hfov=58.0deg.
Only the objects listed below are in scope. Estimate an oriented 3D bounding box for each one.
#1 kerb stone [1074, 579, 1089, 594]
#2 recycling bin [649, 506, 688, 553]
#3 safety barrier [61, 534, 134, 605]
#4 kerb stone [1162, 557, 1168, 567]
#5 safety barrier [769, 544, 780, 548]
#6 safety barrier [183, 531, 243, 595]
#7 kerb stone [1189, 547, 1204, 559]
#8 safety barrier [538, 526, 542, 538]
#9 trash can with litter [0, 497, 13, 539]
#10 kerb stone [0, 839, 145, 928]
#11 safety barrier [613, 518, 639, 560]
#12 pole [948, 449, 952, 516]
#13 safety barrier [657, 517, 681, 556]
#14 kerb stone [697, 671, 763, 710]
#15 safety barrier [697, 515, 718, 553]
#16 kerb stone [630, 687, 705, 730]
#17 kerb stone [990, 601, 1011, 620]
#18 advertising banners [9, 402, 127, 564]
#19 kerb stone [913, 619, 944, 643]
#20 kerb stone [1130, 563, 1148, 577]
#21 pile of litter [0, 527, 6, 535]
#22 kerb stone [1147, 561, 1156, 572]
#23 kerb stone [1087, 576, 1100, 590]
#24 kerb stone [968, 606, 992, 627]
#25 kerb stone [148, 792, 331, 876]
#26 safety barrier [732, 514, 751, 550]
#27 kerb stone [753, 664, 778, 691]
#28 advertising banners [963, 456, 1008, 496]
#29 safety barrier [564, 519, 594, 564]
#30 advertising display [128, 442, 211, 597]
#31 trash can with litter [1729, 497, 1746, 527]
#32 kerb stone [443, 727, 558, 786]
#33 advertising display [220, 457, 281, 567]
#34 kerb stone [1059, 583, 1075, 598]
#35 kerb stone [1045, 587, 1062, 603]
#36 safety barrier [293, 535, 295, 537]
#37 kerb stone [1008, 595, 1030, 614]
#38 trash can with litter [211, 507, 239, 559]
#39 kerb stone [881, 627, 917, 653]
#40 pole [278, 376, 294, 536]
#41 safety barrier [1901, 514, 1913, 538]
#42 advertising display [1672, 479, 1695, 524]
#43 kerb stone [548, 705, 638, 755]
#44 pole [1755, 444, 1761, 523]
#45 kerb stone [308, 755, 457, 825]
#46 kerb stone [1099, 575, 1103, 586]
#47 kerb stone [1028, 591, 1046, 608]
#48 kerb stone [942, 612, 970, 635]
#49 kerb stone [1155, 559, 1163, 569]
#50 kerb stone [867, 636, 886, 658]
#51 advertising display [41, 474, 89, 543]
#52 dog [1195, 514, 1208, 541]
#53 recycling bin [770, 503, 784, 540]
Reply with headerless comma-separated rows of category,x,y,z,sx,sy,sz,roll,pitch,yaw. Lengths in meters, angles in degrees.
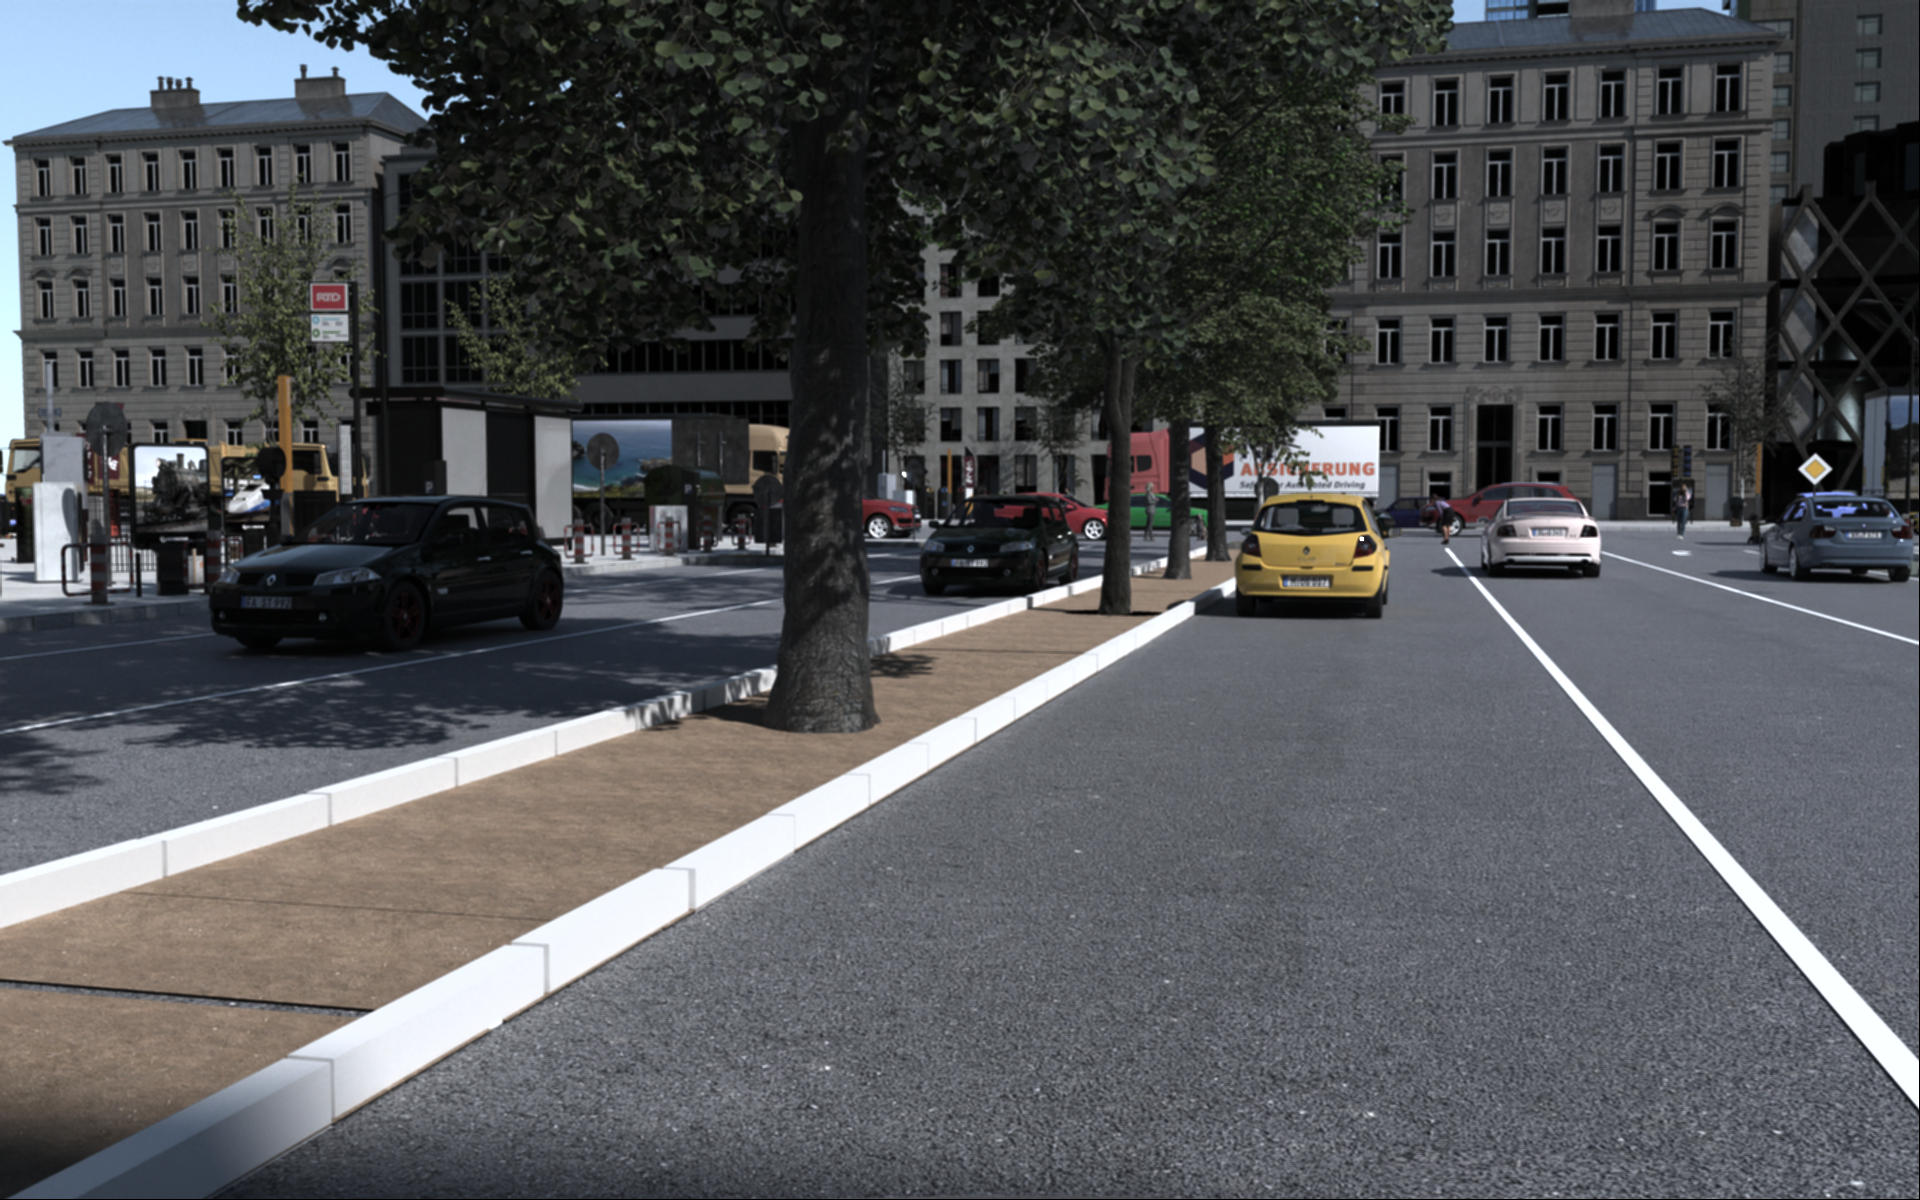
kerb stone,1.666,-0.166,24.902,0.120,0.150,1.000,1,4,14
recycling bin,-6.373,-1.548,37.860,0.722,1.027,0.722,-1,4,-20
safety barrier,-9.966,-0.352,20.035,0.300,0.817,1.120,1,4,14
kerb stone,3.935,-0.716,33.904,0.120,0.150,1.000,1,4,14
safety barrier,-4.500,-1.672,41.619,0.300,0.817,1.120,1,4,14
safety barrier,-9.471,-0.472,21.990,0.300,0.817,1.120,1,4,14
kerb stone,5.453,-1.077,39.873,0.120,0.150,1.000,1,4,14
safety barrier,-7.485,-0.951,29.830,0.300,0.817,1.120,1,4,14
trash can with litter,-27.821,-2.414,50.523,1.678,1.210,2.233,-3,4,-39
kerb stone,-3.135,0.994,5.946,0.120,0.150,1.000,1,4,14
safety barrier,-6.498,-1.191,33.747,0.300,0.817,1.120,1,4,14
pole,-0.472,-5.164,78.276,0.158,3.312,0.155,0,3,0
safety barrier,-5.996,-1.312,35.723,0.300,0.817,1.120,1,4,14
kerb stone,-1.610,0.633,11.928,0.120,0.150,1.000,1,4,14
safety barrier,-5.496,-1.432,37.687,0.300,0.817,1.120,1,4,14
kerb stone,-1.872,0.693,10.922,0.120,0.150,1.000,1,4,14
kerb stone,0.392,0.141,19.910,0.120,0.150,1.000,1,4,14
advertising banners,-16.745,-2.225,32.569,0.090,3.025,2.074,3,5,44
kerb stone,-0.363,0.323,16.909,0.120,0.150,1.000,1,4,14
kerb stone,3.181,-0.532,30.895,0.120,0.150,1.000,1,4,14
pile of litter,-30.250,-2.418,53.501,1.176,0.858,1.719,3,5,40
kerb stone,3.430,-0.589,31.890,0.120,0.150,1.000,1,4,14
kerb stone,1.908,-0.226,25.898,0.120,0.150,1.000,1,4,14
kerb stone,0.151,0.201,18.907,0.120,0.150,1.000,1,4,14
kerb stone,-2.885,0.938,6.941,0.120,0.150,1.000,1,4,14
safety barrier,-5.001,-1.552,39.651,0.300,0.817,1.120,1,4,14
kerb stone,-1.370,0.570,12.925,0.120,0.150,1.000,1,4,14
advertising banners,1.178,-5.076,79.177,2.074,3.025,0.090,0,4,4
safety barrier,-6.989,-1.071,31.791,0.300,0.817,1.120,1,4,14
advertising display,-9.985,-1.021,21.915,0.123,1.923,0.974,3,5,42
trash can with litter,30.907,-3.512,68.803,0.624,1.170,1.055,1,4,22
kerb stone,-2.380,0.811,8.935,0.120,0.150,1.000,1,4,14
advertising display,-12.296,-1.521,30.083,0.974,1.923,0.123,-2,4,-34
kerb stone,1.406,-0.105,23.910,0.120,0.150,1.000,1,4,14
kerb stone,1.157,-0.043,22.901,0.120,0.150,1.000,1,4,14
safety barrier,-8.976,-0.591,23.945,0.300,0.817,1.120,1,4,14
kerb stone,0.646,0.080,20.904,0.120,0.150,1.000,1,4,14
trash can with litter,-14.636,-1.403,34.330,1.055,1.170,0.624,-1,4,-16
kerb stone,-0.615,0.387,15.914,0.120,0.150,1.000,1,4,14
pole,-11.646,-2.208,29.937,0.158,3.312,0.155,0,3,0
safety barrier,21.980,-1.591,40.281,0.300,0.817,1.120,1,4,14
advertising display,31.147,-4.244,74.603,0.123,1.923,0.974,-2,4,-35
kerb stone,-2.129,0.753,9.929,0.120,0.150,1.000,1,4,14
pole,32.550,-4.698,70.652,0.158,3.312,0.155,0,3,0
kerb stone,-2.632,0.872,7.935,0.120,0.150,1.000,1,4,14
kerb stone,2.160,-0.288,26.899,0.120,0.150,1.000,1,4,14
kerb stone,0.902,0.020,21.908,0.120,0.150,1.000,1,4,14
kerb stone,-0.106,0.262,17.910,0.120,0.150,1.000,1,4,14
kerb stone,3.683,-0.654,32.891,0.120,0.150,1.000,1,4,14
kerb stone,-0.864,0.445,14.919,0.120,0.150,1.000,1,4,14
advertising display,-21.027,-2.170,40.697,0.974,1.923,0.123,-2,4,-25
dog,7.436,-2.243,53.505,0.513,0.831,0.800,1,4,19
recycling bin,-4.913,-2.242,49.206,0.722,1.027,0.722,3,5,43
